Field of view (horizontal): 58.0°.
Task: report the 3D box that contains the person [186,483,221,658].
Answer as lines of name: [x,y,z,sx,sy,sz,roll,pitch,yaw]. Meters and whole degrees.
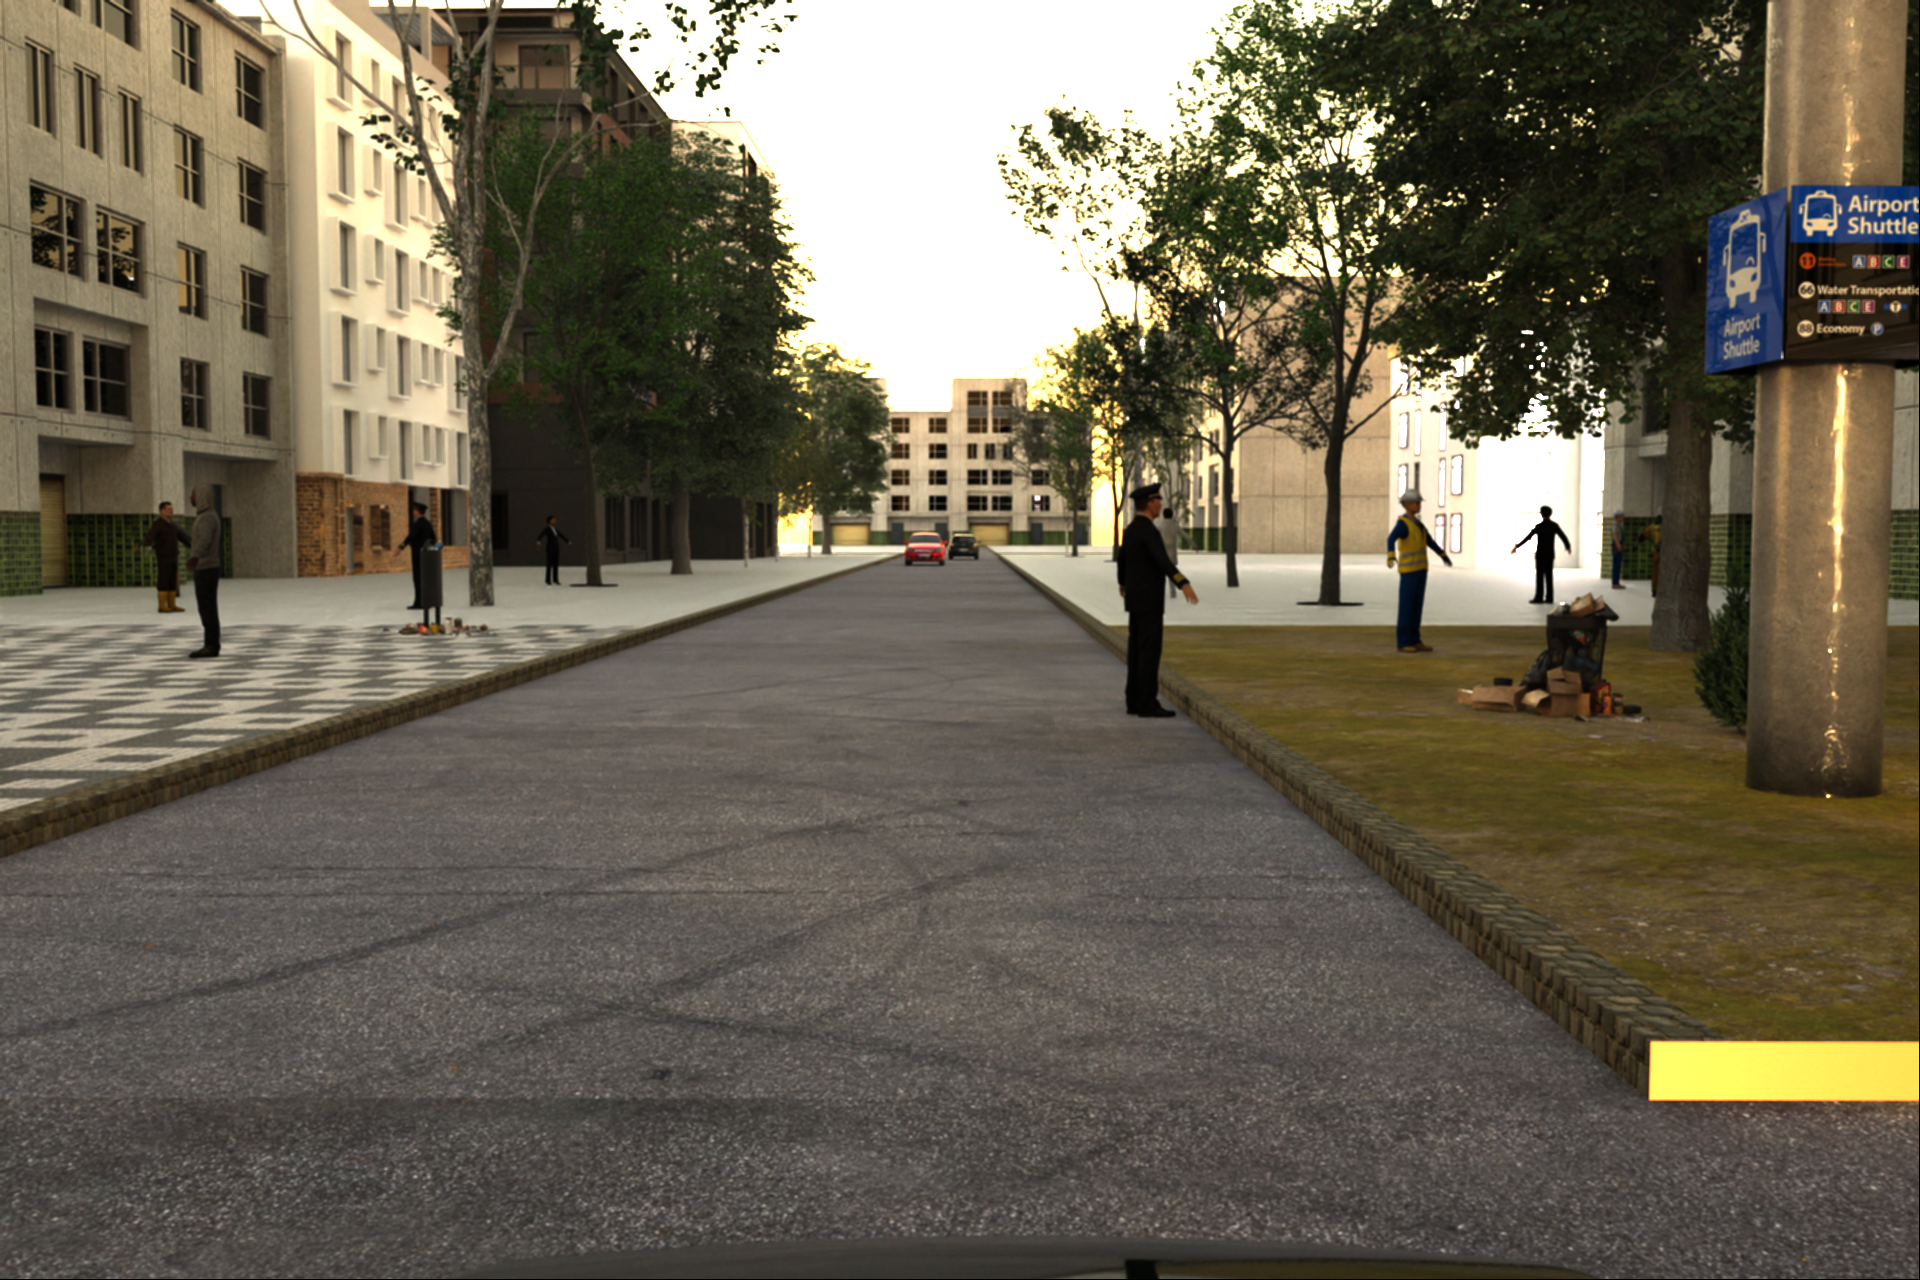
person: [-7.889,-0.729,18.048,0.705,1.813,1.348,-1,4,-20]

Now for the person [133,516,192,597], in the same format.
person: [-16.076,-1.769,35.190,0.705,1.796,1.348,3,5,44]

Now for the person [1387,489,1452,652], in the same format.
person: [4.991,-0.758,18.864,1.216,1.772,0.721,-3,5,-44]

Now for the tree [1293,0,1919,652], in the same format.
tree: [7.937,-6.862,18.846,9.857,13.997,8.962,0,3,0]

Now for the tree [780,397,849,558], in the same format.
tree: [-8.194,-8.743,93.317,4.360,8.622,3.978,0,3,0]

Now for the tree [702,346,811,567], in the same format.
tree: [-7.978,-7.102,66.484,4.737,8.622,4.395,0,3,0]

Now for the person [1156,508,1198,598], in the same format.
person: [4.166,-1.755,34.873,1.347,1.806,0.705,-1,4,-10]

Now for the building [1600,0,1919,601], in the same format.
building: [26.636,-10.215,33.477,16.747,18.905,31.486,0,4,1]

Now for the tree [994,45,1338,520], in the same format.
tree: [8.253,-12.891,66.654,12.611,20.169,13.585,0,3,0]

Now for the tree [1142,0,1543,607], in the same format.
tree: [6.770,-6.424,30.781,9.928,11.665,9.643,0,3,0]

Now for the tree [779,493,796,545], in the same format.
tree: [-19.774,-15.040,196.269,4.737,8.622,4.395,0,3,0]

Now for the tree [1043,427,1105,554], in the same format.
tree: [6.963,-9.785,110.348,4.737,8.622,4.395,0,3,0]

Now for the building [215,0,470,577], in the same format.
building: [-23.591,-12.014,52.844,16.016,20.090,11.380,0,4,-1]

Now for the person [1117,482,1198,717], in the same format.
person: [1.491,-0.322,13.664,0.705,1.837,1.347,-1,4,-17]

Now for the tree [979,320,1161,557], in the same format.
tree: [6.635,-11.511,98.581,12.009,13.543,11.850,0,3,0]

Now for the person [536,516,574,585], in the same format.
person: [-10.221,-2.259,43.654,0.721,1.740,1.216,2,4,34]

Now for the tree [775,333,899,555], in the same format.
tree: [-8.470,-12.333,108.299,9.857,13.997,8.962,0,3,0]

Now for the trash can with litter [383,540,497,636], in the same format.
trash can with litter: [-6.739,-0.720,22.823,1.678,1.210,2.233,0,4,0]

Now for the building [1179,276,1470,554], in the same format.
building: [26.455,-15.947,127.185,16.747,18.905,31.486,0,4,0]

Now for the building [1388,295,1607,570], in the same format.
building: [23.467,-7.428,63.598,9.099,9.664,28.070,0,4,1]

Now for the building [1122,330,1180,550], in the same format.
building: [24.695,-17.876,158.735,16.747,18.905,31.486,0,3,0]

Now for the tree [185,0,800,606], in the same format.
tree: [-8.780,-10.584,28.931,12.611,20.169,13.585,0,3,0]

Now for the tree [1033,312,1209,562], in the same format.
tree: [7.406,-9.436,80.029,9.928,11.665,9.643,0,3,0]

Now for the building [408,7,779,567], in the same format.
building: [-24.784,-14.685,84.079,27.936,21.610,32.646,0,4,1]

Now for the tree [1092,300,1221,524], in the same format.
tree: [6.849,-6.324,53.766,4.360,8.622,3.978,0,3,0]

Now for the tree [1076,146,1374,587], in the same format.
tree: [6.312,-6.577,41.943,7.601,10.594,8.767,0,4,4]

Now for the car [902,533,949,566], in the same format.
car: [-1.599,-4.343,80.051,2.155,1.783,4.494,0,4,0]

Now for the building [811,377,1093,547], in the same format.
building: [-1.115,-20.373,202.007,31.486,18.905,16.747,0,4,-2]

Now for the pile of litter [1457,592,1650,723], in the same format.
pile of litter: [4.291,0.084,12.589,1.176,0.858,1.719,0,4,0]

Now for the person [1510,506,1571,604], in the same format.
person: [10.802,-1.582,32.053,1.347,1.806,0.705,-1,4,-21]

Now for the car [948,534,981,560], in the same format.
car: [0.208,-5.419,98.393,2.009,1.686,4.222,0,4,1]

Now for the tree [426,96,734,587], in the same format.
tree: [-9.131,-7.122,42.203,9.928,11.665,9.643,0,3,0]

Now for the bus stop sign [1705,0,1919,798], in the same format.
bus stop sign: [4.293,-1.198,8.605,0.837,3.901,0.837,0,4,-1]

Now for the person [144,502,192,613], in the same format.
person: [-12.971,-1.361,28.390,0.704,1.812,1.346,1,4,10]

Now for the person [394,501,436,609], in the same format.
person: [-9.253,-1.450,29.635,0.705,1.837,1.347,1,4,10]

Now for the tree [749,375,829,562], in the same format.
tree: [-8.603,-7.868,79.001,4.360,8.622,3.978,0,3,0]

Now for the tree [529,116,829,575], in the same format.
tree: [-8.831,-9.064,54.854,9.857,13.997,8.962,0,3,0]

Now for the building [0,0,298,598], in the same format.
building: [-27.770,-10.273,34.424,16.747,18.905,31.486,0,3,0]

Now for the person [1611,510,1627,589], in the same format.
person: [15.483,-2.130,40.690,0.705,1.847,1.347,2,4,25]

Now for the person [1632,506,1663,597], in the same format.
person: [14.236,-1.792,35.069,0.705,1.858,1.354,-3,5,-43]

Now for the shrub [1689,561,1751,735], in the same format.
shrub: [5.162,0.007,11.002,1.383,1.207,1.383,0,3,0]
